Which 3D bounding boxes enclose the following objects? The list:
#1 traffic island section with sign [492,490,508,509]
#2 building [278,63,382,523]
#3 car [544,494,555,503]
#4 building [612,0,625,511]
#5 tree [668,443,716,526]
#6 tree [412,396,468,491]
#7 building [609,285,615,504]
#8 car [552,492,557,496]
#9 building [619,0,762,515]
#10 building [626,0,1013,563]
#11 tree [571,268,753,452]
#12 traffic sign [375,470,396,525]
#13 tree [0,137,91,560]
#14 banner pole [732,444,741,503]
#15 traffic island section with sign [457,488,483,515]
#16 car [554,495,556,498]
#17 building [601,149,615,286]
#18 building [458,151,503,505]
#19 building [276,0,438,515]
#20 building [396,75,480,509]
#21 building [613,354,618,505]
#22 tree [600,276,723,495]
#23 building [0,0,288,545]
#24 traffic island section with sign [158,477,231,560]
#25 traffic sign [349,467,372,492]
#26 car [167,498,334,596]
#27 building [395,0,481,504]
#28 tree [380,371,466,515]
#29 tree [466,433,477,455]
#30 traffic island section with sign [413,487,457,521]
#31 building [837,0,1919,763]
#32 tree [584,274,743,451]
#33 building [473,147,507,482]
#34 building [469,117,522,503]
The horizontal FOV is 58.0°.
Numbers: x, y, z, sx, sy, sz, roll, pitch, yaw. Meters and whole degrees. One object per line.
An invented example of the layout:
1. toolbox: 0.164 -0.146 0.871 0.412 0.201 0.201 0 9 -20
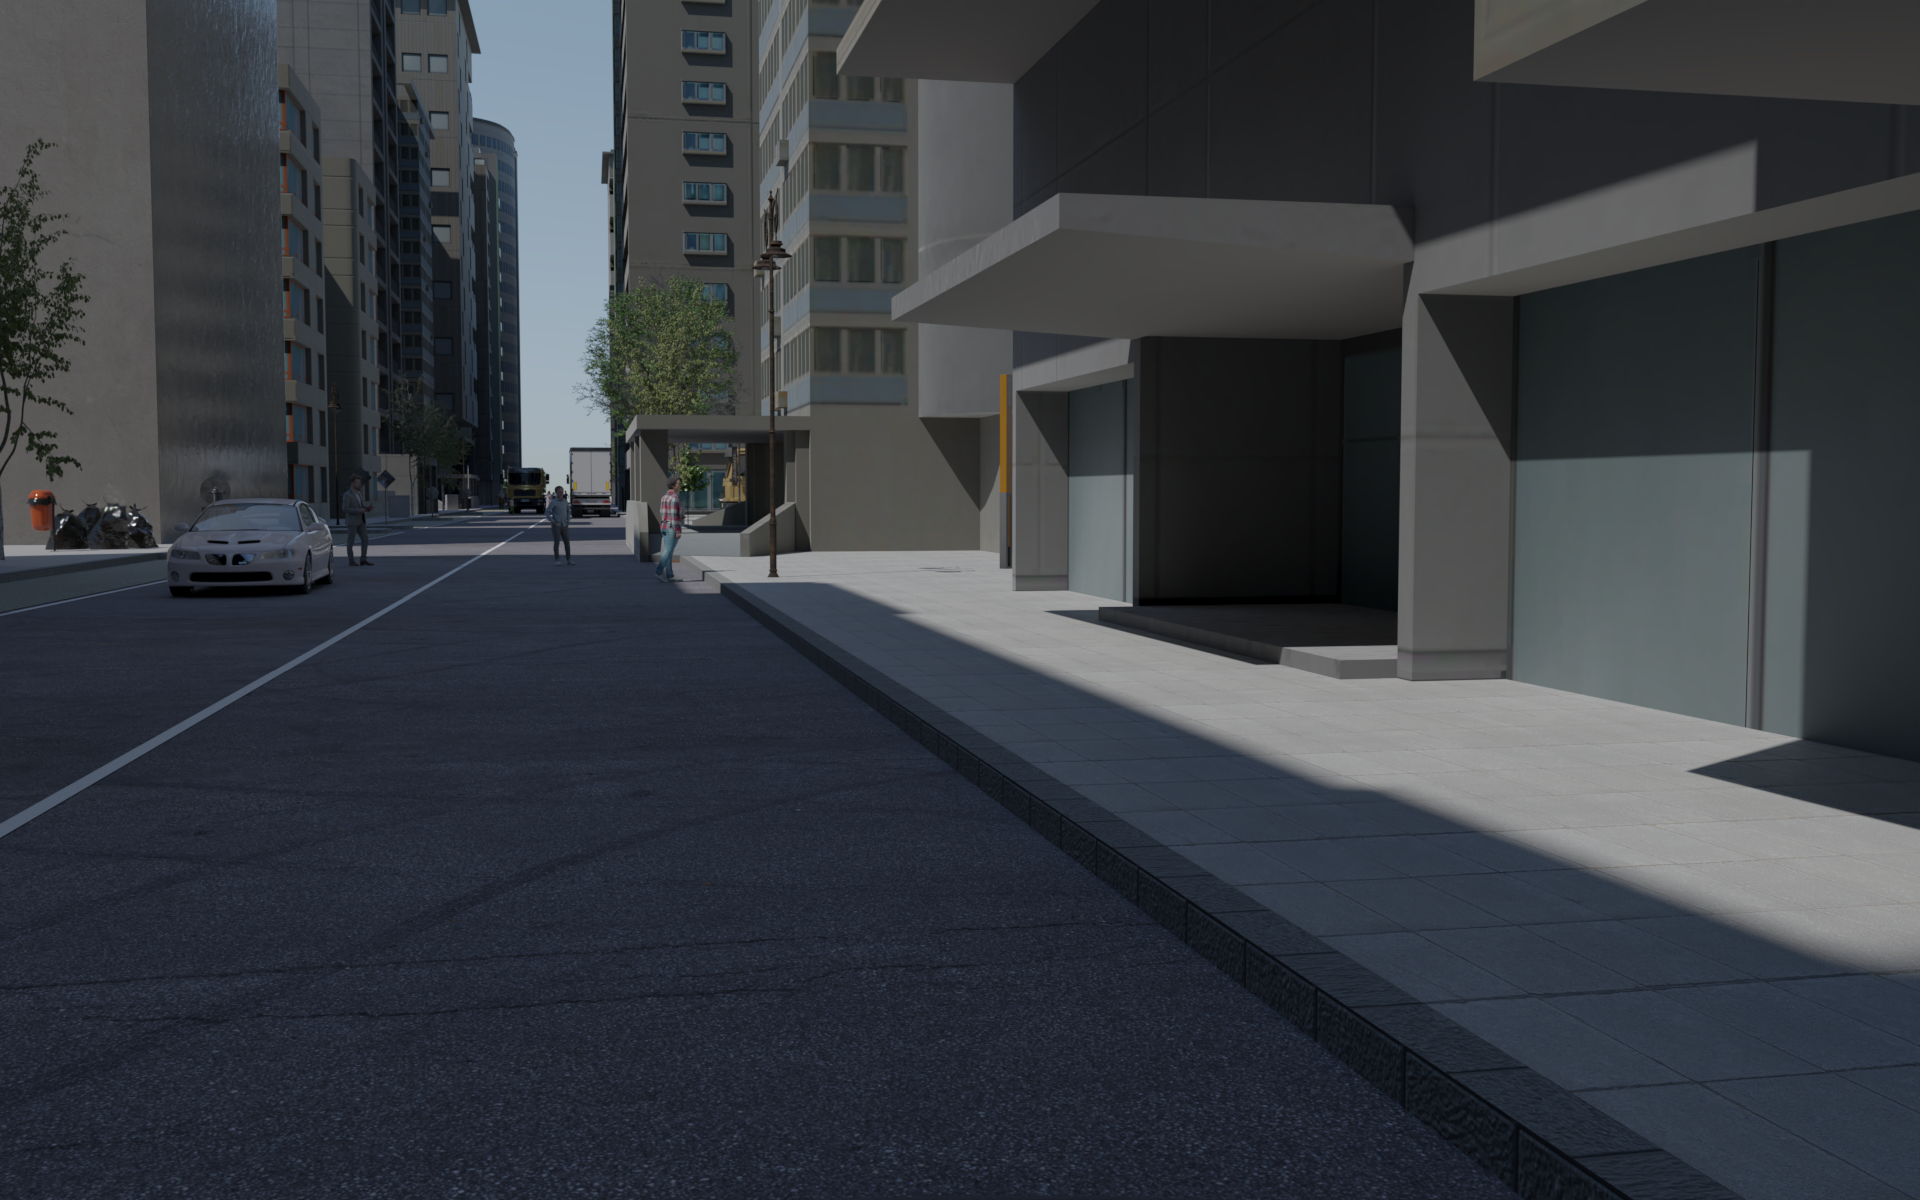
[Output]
1. traffic island section with sign: -44.532 -9.791 168.713 1.989 1.847 2.006 -1 4 -12
2. building: -43.459 -14.442 81.166 27.650 21.520 28.899 -1 4 -12
3. car: -39.056 -9.422 163.829 2.009 1.686 4.222 -1 4 -12
4. building: -20.957 -27.971 140.925 14.154 41.232 14.086 -1 4 -12
5. tree: -9.894 -4.175 62.861 1.663 3.219 1.824 0 3 0
6. tree: -39.139 -10.948 129.366 4.737 8.622 4.395 0 3 0
7. building: -41.450 -28.663 240.336 14.160 30.474 14.107 -1 4 -12
8. car: -69.031 -17.612 296.622 2.281 1.827 5.304 -1 4 -13
9. building: -11.736 -30.128 116.292 21.300 48.544 21.600 -1 4 -12
10. building: 7.593 -21.610 45.202 32.217 40.220 23.993 -1 4 -12
11. tree: -16.182 -11.254 94.374 12.009 13.543 11.850 0 3 0
12. traffic sign: -23.595 -4.131 71.178 0.795 2.450 0.064 -1 4 -12
13. tree: -18.618 -5.068 33.223 4.737 8.622 4.395 0 3 0
14. banner pole: -8.197 -4.498 63.557 0.401 3.779 0.863 1 4 18
15. traffic island section with sign: -33.998 -6.786 119.571 1.989 1.847 2.006 -1 4 -12
16. car: -44.752 -10.781 188.844 1.945 1.354 3.894 -1 4 -11
17. building: -39.163 -41.121 261.568 28.713 52.752 27.495 -1 4 -12
18. building: -60.804 -31.620 200.584 14.154 41.232 14.086 -1 4 -12
19. building: -45.611 -41.246 112.624 20.563 71.187 20.611 -1 4 -12
20. building: -59.658 -28.149 152.124 32.217 40.220 23.993 -1 4 -12
21. building: -25.007 -21.503 196.605 27.650 21.520 28.899 -1 4 -12
22. tree: -9.657 -6.564 57.689 4.737 8.622 4.395 0 3 0
23. building: -38.968 -14.960 49.105 34.151 26.468 19.350 -1 4 -12
24. traffic island section with sign: -16.669 -1.839 38.700 1.989 1.847 2.006 -1 4 -12
25. traffic sign: -21.922 -3.653 63.370 0.795 2.450 0.064 -1 4 -12
26. car: -10.579 -0.837 26.049 2.083 1.381 4.827 -1 4 -14
27. building: -64.364 -36.004 177.901 28.713 52.752 27.495 -1 4 -12
28. tree: -32.628 -9.379 103.711 4.360 8.622 3.978 0 3 0
29. tree: -40.183 -11.297 135.061 4.360 8.622 3.978 0 3 0
30. traffic island section with sign: -28.311 -5.165 93.070 1.989 1.847 2.006 -1 4 -12
31. building: 14.086 -25.842 11.763 28.713 52.752 27.495 -1 4 -12
32. tree: -13.814 -9.485 80.843 9.928 11.665 9.643 0 3 0
33. building: -74.705 -37.796 237.570 23.786 49.044 30.456 -1 4 -12
34. building: -79.171 -44.333 266.839 21.231 58.520 28.212 -1 4 -12
